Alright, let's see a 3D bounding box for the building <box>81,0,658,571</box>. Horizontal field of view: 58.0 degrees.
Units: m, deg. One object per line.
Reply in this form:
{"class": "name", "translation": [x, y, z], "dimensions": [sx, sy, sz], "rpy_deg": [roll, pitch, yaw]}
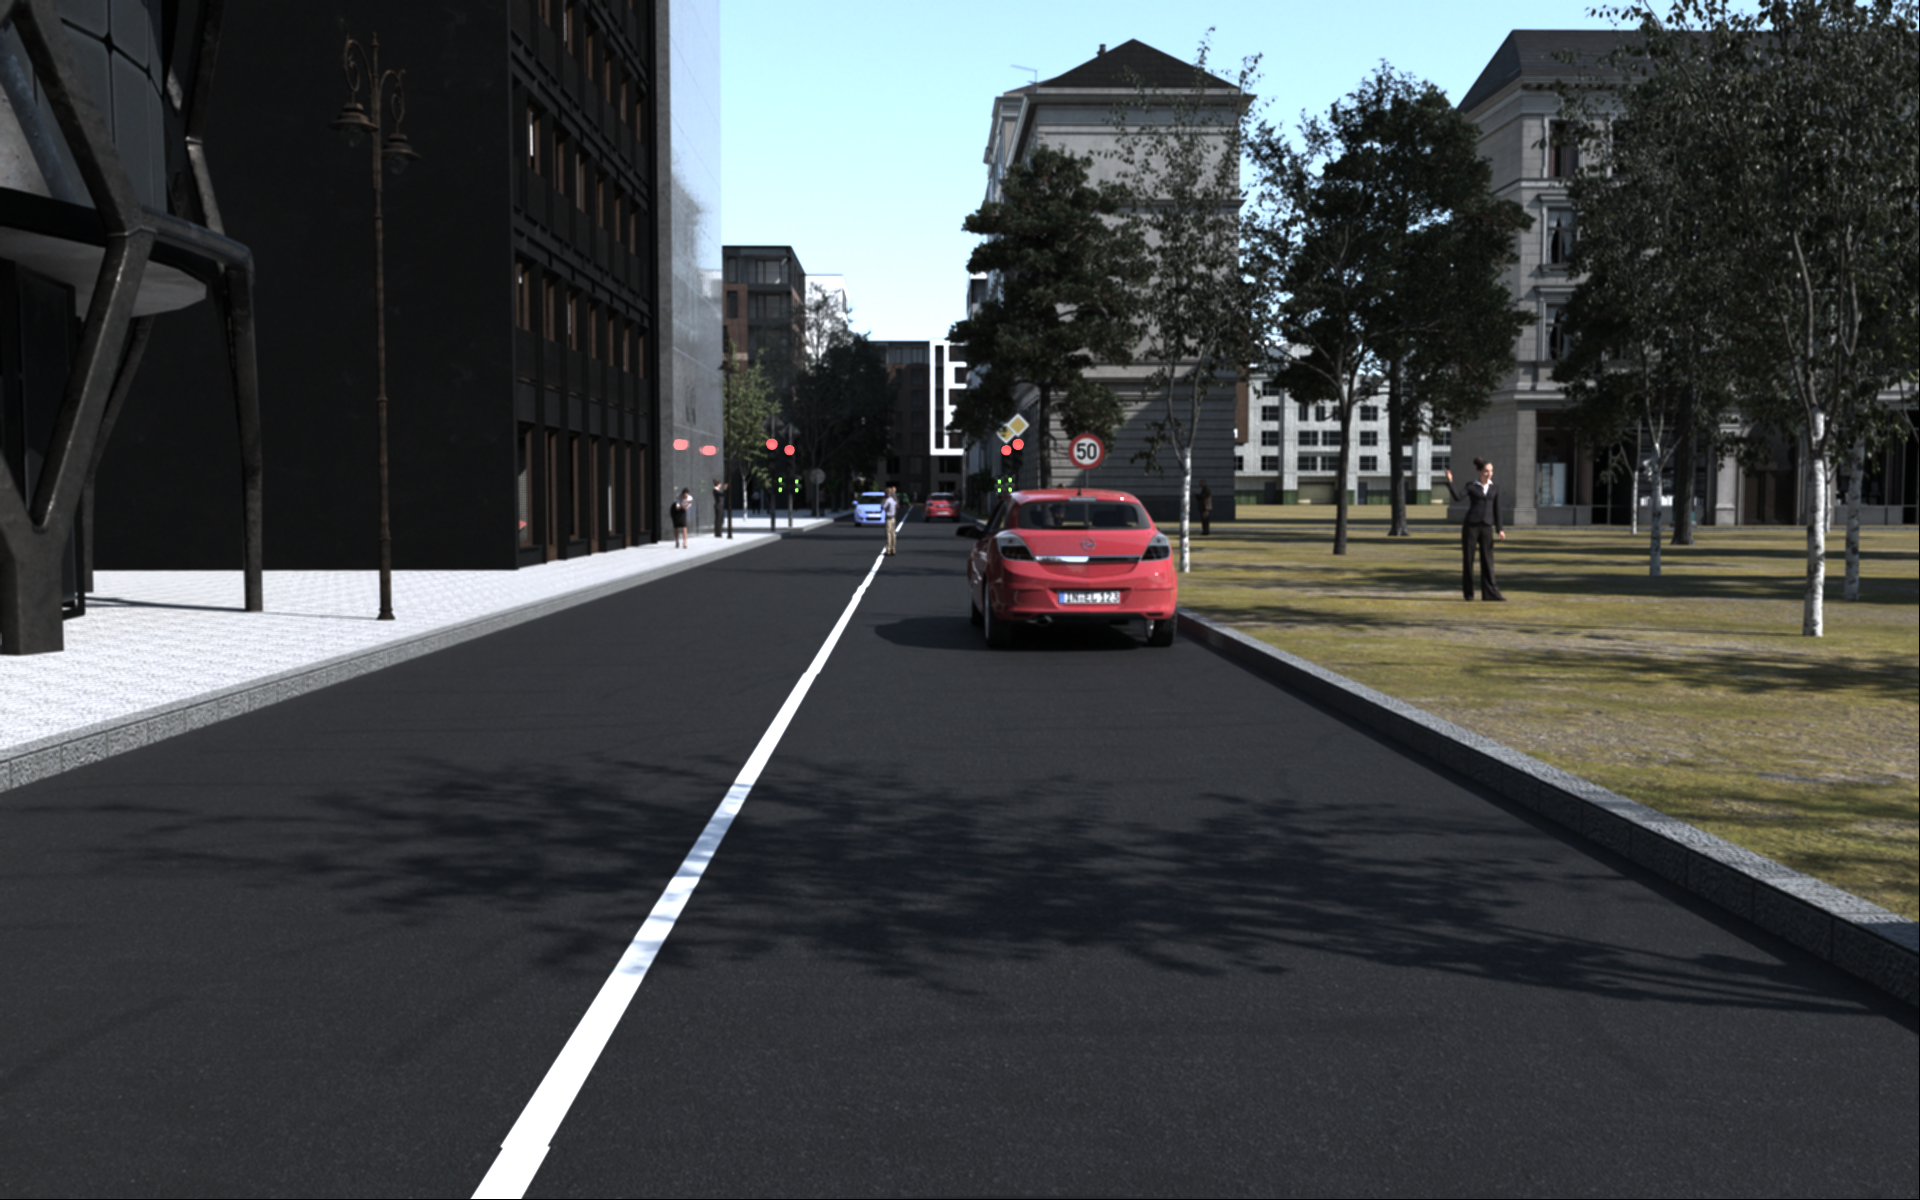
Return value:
{"class": "building", "translation": [-13.807, -12.630, 36.184], "dimensions": [12.332, 23.373, 15.834], "rpy_deg": [0, 4, -1]}

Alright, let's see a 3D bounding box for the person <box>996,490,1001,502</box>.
{"class": "person", "translation": [2.206, -5.362, 94.658], "dimensions": [0.436, 1.711, 0.756], "rpy_deg": [1, 4, 21]}

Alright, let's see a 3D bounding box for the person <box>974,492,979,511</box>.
{"class": "person", "translation": [1.353, -7.524, 131.276], "dimensions": [0.471, 1.553, 0.569], "rpy_deg": [-1, 4, -12]}

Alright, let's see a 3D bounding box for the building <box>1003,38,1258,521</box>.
{"class": "building", "translation": [8.285, -16.089, 91.935], "dimensions": [11.050, 23.489, 19.941], "rpy_deg": [0, 4, -1]}

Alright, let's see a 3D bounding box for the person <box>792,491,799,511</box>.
{"class": "person", "translation": [-12.451, -7.557, 130.287], "dimensions": [0.600, 1.739, 0.565], "rpy_deg": [3, 5, 41]}

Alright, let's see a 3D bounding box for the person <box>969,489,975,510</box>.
{"class": "person", "translation": [1.008, -7.989, 137.486], "dimensions": [0.431, 1.722, 0.655], "rpy_deg": [-1, 4, -22]}

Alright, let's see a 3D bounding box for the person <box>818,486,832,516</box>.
{"class": "person", "translation": [-8.008, -5.883, 102.766], "dimensions": [0.750, 1.759, 0.617], "rpy_deg": [-2, 4, -35]}

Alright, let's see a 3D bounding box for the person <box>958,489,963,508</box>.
{"class": "person", "translation": [0.087, -9.675, 164.945], "dimensions": [0.721, 1.743, 1.217], "rpy_deg": [-1, 4, -12]}

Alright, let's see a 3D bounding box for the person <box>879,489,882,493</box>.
{"class": "person", "translation": [-6.645, -8.298, 144.169], "dimensions": [0.705, 1.824, 1.348], "rpy_deg": [-2, 4, -26]}

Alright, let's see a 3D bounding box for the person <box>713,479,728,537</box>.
{"class": "person", "translation": [-7.065, -2.725, 51.402], "dimensions": [0.742, 1.727, 0.445], "rpy_deg": [3, 4, 37]}

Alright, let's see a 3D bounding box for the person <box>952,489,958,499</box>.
{"class": "person", "translation": [-0.564, -10.579, 178.875], "dimensions": [0.709, 1.838, 0.599], "rpy_deg": [-1, 4, -17]}

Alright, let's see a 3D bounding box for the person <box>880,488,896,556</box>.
{"class": "person", "translation": [-1.680, -1.821, 40.330], "dimensions": [0.319, 1.574, 0.516], "rpy_deg": [2, 4, 26]}

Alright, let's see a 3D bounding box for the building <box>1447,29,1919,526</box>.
{"class": "building", "translation": [23.491, -13.605, 73.350], "dimensions": [40.483, 20.767, 10.553], "rpy_deg": [0, 4, -1]}

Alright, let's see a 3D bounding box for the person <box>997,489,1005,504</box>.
{"class": "person", "translation": [1.907, -4.303, 78.614], "dimensions": [0.569, 1.553, 0.471], "rpy_deg": [1, 4, 21]}

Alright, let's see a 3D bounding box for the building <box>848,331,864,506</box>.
{"class": "building", "translation": [-17.257, -21.586, 209.356], "dimensions": [11.380, 20.091, 16.016], "rpy_deg": [0, 4, -1]}

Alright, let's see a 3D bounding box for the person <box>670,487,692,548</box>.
{"class": "person", "translation": [-6.595, -1.946, 41.045], "dimensions": [0.799, 1.438, 0.628], "rpy_deg": [2, 4, 33]}

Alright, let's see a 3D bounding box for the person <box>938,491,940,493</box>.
{"class": "person", "translation": [-1.856, -8.710, 151.623], "dimensions": [1.217, 1.736, 0.721], "rpy_deg": [0, 4, -5]}

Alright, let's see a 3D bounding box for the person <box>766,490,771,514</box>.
{"class": "person", "translation": [-11.933, -6.144, 108.706], "dimensions": [0.569, 1.553, 0.471], "rpy_deg": [-2, 4, -34]}

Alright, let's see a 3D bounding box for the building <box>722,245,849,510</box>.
{"class": "building", "translation": [-24.778, -19.241, 158.565], "dimensions": [27.936, 21.610, 32.646], "rpy_deg": [0, 4, -1]}

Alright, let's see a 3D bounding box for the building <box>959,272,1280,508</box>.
{"class": "building", "translation": [14.491, -20.184, 173.980], "dimensions": [27.936, 21.610, 32.646], "rpy_deg": [0, 4, -1]}

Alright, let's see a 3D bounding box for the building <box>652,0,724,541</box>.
{"class": "building", "translation": [-17.829, -14.316, 52.084], "dimensions": [19.932, 24.808, 12.078], "rpy_deg": [0, 4, -1]}

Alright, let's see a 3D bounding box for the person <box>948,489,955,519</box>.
{"class": "person", "translation": [-0.579, -5.606, 100.971], "dimensions": [0.431, 1.722, 0.655], "rpy_deg": [-2, 4, -29]}

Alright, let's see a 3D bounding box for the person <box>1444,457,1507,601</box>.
{"class": "person", "translation": [6.136, -0.845, 20.656], "dimensions": [0.742, 1.727, 0.445], "rpy_deg": [-2, 4, -31]}

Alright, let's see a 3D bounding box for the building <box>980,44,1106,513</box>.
{"class": "building", "translation": [8.461, -19.931, 111.777], "dimensions": [13.634, 28.700, 20.117], "rpy_deg": [0, 4, -1]}

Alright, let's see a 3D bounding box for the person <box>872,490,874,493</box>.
{"class": "person", "translation": [-10.105, -11.766, 198.940], "dimensions": [0.617, 1.759, 0.750], "rpy_deg": [2, 4, 28]}

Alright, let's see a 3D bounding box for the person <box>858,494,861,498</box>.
{"class": "person", "translation": [-10.187, -10.549, 178.532], "dimensions": [0.705, 1.823, 1.348], "rpy_deg": [1, 4, 12]}

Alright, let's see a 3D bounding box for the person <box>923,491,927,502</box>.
{"class": "person", "translation": [-3.554, -10.155, 175.454], "dimensions": [0.530, 1.710, 0.541], "rpy_deg": [0, 4, 8]}

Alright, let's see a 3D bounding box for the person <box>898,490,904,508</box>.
{"class": "person", "translation": [-6.022, -10.295, 176.830], "dimensions": [0.705, 1.824, 1.348], "rpy_deg": [-2, 4, -33]}

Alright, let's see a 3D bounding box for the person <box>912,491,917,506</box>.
{"class": "person", "translation": [-5.496, -12.152, 207.632], "dimensions": [0.683, 1.767, 0.568], "rpy_deg": [-2, 4, -23]}

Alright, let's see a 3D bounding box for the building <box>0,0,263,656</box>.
{"class": "building", "translation": [-15.459, -8.981, 14.287], "dimensions": [16.820, 18.784, 16.811], "rpy_deg": [0, 4, -1]}

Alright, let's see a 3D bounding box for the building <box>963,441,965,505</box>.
{"class": "building", "translation": [5.116, -16.046, 204.504], "dimensions": [9.099, 9.664, 28.070], "rpy_deg": [0, 4, -1]}

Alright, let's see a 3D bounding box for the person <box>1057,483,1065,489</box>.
{"class": "person", "translation": [2.417, -2.118, 42.937], "dimensions": [0.388, 1.546, 0.482], "rpy_deg": [2, 4, 27]}

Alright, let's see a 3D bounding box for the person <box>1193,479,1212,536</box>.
{"class": "person", "translation": [7.486, -2.861, 53.501], "dimensions": [0.600, 1.739, 0.565], "rpy_deg": [-1, 4, -22]}

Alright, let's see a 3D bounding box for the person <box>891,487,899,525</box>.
{"class": "person", "translation": [-3.057, -4.413, 81.204], "dimensions": [0.434, 1.755, 0.990], "rpy_deg": [1, 4, 14]}

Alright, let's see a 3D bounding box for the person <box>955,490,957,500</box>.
{"class": "person", "translation": [-0.553, -12.706, 214.344], "dimensions": [0.434, 1.755, 0.990], "rpy_deg": [-1, 4, -16]}

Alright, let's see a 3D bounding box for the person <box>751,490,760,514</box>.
{"class": "person", "translation": [-13.035, -6.244, 110.349], "dimensions": [0.614, 1.554, 0.590], "rpy_deg": [-2, 4, -34]}
